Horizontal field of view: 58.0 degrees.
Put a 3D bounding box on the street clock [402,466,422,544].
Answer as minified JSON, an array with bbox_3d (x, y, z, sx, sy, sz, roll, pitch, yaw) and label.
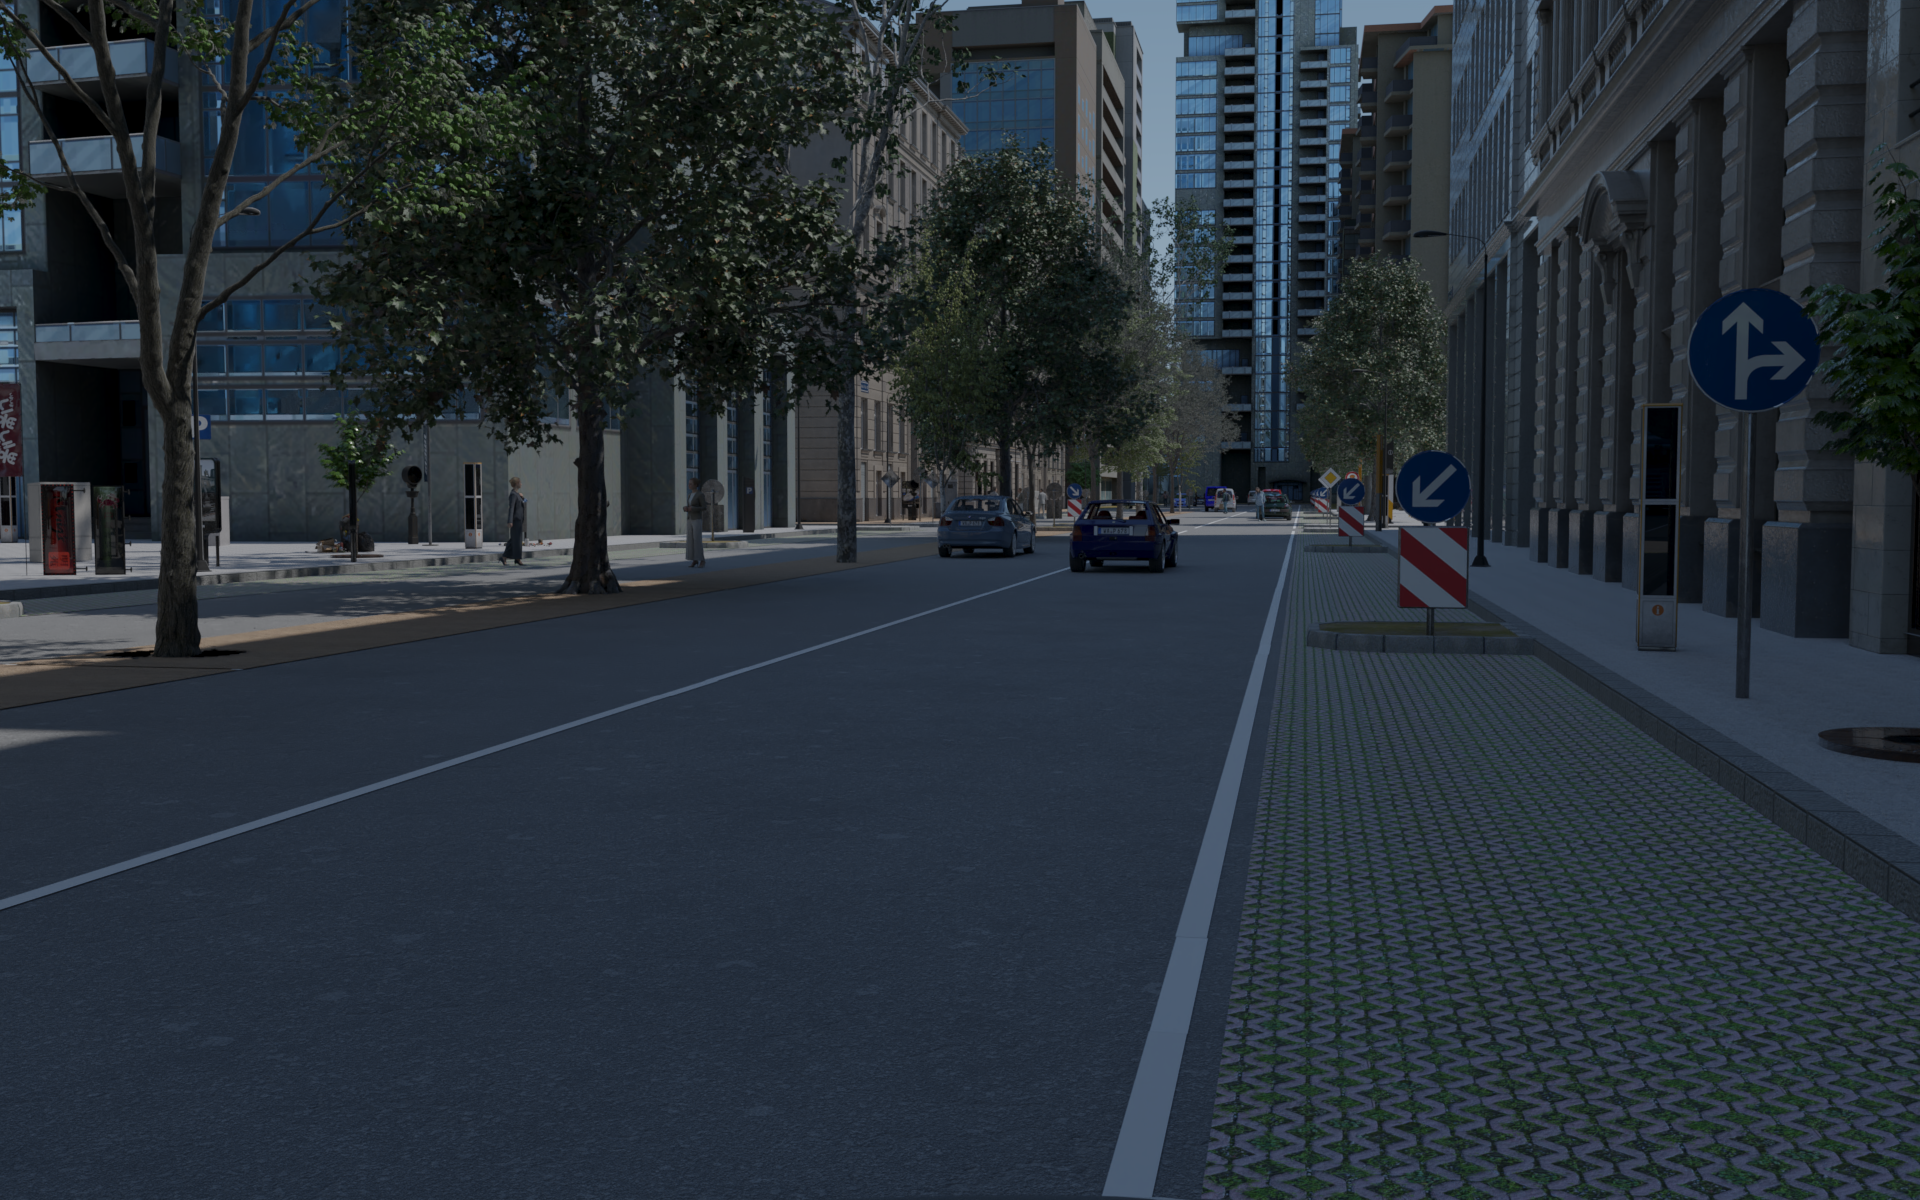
[{"bbox_3d":[-13.955,-2.421,44.147,0.358,2.002,0.471,3,4,36],"label":"street clock"}]

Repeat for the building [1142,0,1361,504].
[{"bbox_3d":[41.932,-56.725,240.121,31.000,86.520,22.319,1,4,11],"label":"building"}]

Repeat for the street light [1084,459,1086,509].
[{"bbox_3d":[11.010,-10.527,144.652,1.470,5.913,1.316,1,4,11],"label":"street light"}]

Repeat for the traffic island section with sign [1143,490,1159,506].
[{"bbox_3d":[18.866,-10.229,175.876,1.989,1.847,2.006,1,4,11],"label":"traffic island section with sign"}]

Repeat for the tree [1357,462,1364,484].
[{"bbox_3d":[29.757,-10.856,127.859,4.360,8.622,3.978,0,3,0],"label":"tree"}]

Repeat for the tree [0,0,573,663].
[{"bbox_3d":[-6.811,-5.294,14.763,9.928,11.665,9.643,0,3,0],"label":"tree"}]

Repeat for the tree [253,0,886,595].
[{"bbox_3d":[-5.294,-6.439,24.748,9.611,12.733,9.660,0,3,0],"label":"tree"}]

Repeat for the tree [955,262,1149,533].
[{"bbox_3d":[2.736,-7.699,62.745,8.767,10.594,7.601,1,4,11],"label":"tree"}]

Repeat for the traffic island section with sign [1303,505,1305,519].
[{"bbox_3d":[9.543,-2.093,42.846,1.989,1.847,2.006,1,4,11],"label":"traffic island section with sign"}]

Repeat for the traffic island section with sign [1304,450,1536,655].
[{"bbox_3d":[4.308,-0.475,16.402,1.989,1.847,2.006,1,4,11],"label":"traffic island section with sign"}]

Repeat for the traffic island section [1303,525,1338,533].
[{"bbox_3d":[13.905,-2.612,64.983,2.009,0.180,2.903,1,4,11],"label":"traffic island section"}]

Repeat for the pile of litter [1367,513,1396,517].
[{"bbox_3d":[24.010,-5.175,98.568,1.719,0.858,1.176,0,4,3],"label":"pile of litter"}]

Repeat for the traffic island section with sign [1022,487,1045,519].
[{"bbox_3d":[3.894,-5.600,100.181,1.989,1.847,2.006,1,4,11],"label":"traffic island section with sign"}]

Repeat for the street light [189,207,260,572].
[{"bbox_3d":[-12.026,-3.412,28.328,1.470,5.913,1.316,1,4,11],"label":"street light"}]

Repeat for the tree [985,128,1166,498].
[{"bbox_3d":[1.438,-8.233,54.078,9.611,12.733,9.660,0,3,0],"label":"tree"}]

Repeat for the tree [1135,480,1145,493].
[{"bbox_3d":[21.331,-12.792,203.753,1.663,3.219,1.824,0,3,0],"label":"tree"}]

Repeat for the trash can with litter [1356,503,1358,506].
[{"bbox_3d":[30.325,-7.426,132.474,1.678,1.210,2.233,-1,4,-13],"label":"trash can with litter"}]

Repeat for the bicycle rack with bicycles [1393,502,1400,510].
[{"bbox_3d":[35.050,-7.622,137.995,2.852,0.926,2.925,-3,5,-40],"label":"bicycle rack with bicycles"}]

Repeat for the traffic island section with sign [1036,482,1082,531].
[{"bbox_3d":[3.570,-3.616,67.265,2.006,1.907,1.989,1,4,11],"label":"traffic island section with sign"}]

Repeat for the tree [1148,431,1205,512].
[{"bbox_3d":[17.309,-11.191,135.793,4.737,8.622,4.395,0,3,0],"label":"tree"}]

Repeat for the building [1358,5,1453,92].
[{"bbox_3d":[47.860,-30.899,159.824,22.147,44.769,28.867,1,4,11],"label":"building"}]

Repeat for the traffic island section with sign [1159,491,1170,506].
[{"bbox_3d":[24.111,-11.847,202.318,1.989,1.847,2.006,1,4,11],"label":"traffic island section with sign"}]

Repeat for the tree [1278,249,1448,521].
[{"bbox_3d":[19.618,-10.040,81.157,9.611,12.733,9.660,0,3,0],"label":"tree"}]

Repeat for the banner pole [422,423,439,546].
[{"bbox_3d":[-13.252,-3.245,43.071,0.401,3.779,0.863,-2,4,-28],"label":"banner pole"}]

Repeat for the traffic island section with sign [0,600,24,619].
[{"bbox_3d":[-12.006,-0.687,19.855,1.989,1.847,2.006,1,4,11],"label":"traffic island section with sign"}]

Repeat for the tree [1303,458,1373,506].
[{"bbox_3d":[32.158,-13.820,144.083,7.486,12.596,7.792,0,3,0],"label":"tree"}]

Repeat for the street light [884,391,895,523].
[{"bbox_3d":[-2.665,-6.337,76.150,1.470,5.913,1.316,1,4,11],"label":"street light"}]

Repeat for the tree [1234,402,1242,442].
[{"bbox_3d":[12.956,-12.355,114.824,12.009,13.543,11.850,0,3,0],"label":"tree"}]

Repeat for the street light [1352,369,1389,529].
[{"bbox_3d":[15.264,-5.621,64.447,1.470,5.913,1.316,1,4,11],"label":"street light"}]

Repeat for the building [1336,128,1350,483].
[{"bbox_3d":[55.398,-33.529,202.824,22.147,44.769,28.867,1,4,11],"label":"building"}]

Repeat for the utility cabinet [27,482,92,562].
[{"bbox_3d":[-16.937,-1.462,32.586,0.318,1.500,1.173,1,4,19],"label":"utility cabinet"}]

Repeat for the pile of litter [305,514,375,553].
[{"bbox_3d":[-13.678,-1.484,38.227,1.719,0.858,1.176,-3,5,-44],"label":"pile of litter"}]

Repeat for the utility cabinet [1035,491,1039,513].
[{"bbox_3d":[5.002,-6.719,118.529,0.318,1.500,1.173,2,4,33],"label":"utility cabinet"}]

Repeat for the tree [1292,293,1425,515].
[{"bbox_3d":[25.324,-12.288,107.564,9.857,13.997,8.962,0,3,0],"label":"tree"}]

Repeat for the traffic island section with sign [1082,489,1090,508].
[{"bbox_3d":[9.271,-7.261,127.350,1.989,1.847,2.006,1,4,11],"label":"traffic island section with sign"}]

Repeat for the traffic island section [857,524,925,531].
[{"bbox_3d":[-2.763,-2.813,68.275,2.009,0.180,2.903,1,4,11],"label":"traffic island section"}]

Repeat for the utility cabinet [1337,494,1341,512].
[{"bbox_3d":[26.909,-6.992,123.005,0.318,1.500,1.173,1,4,12],"label":"utility cabinet"}]

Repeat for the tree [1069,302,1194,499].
[{"bbox_3d":[8.356,-10.423,91.008,7.486,12.596,7.792,0,3,0],"label":"tree"}]

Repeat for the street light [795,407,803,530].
[{"bbox_3d":[-5.297,-5.500,62.460,1.470,5.913,1.316,1,4,11],"label":"street light"}]

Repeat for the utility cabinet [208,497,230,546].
[{"bbox_3d":[-18.431,-1.949,43.031,0.306,1.237,1.020,-1,4,-10],"label":"utility cabinet"}]

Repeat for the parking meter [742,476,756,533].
[{"bbox_3d":[-7.006,-3.168,57.505,0.399,1.863,0.255,-1,4,-19],"label":"parking meter"}]

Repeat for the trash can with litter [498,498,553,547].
[{"bbox_3d":[-10.692,-1.968,43.233,1.678,1.210,2.233,1,4,11],"label":"trash can with litter"}]

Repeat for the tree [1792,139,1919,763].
[{"bbox_3d":[5.000,-0.852,8.530,1.663,3.219,1.824,0,3,0],"label":"tree"}]

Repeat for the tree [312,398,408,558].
[{"bbox_3d":[-12.320,-2.475,35.071,1.663,3.219,1.824,0,3,0],"label":"tree"}]

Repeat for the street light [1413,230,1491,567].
[{"bbox_3d":[8.672,-3.549,30.559,1.470,5.913,1.316,1,4,11],"label":"street light"}]

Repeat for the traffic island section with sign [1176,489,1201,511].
[{"bbox_3d":[19.599,-8.569,148.246,2.006,1.907,1.989,1,4,11],"label":"traffic island section with sign"}]

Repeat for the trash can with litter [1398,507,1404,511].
[{"bbox_3d":[33.962,-7.394,132.282,1.055,1.170,0.624,3,4,38],"label":"trash can with litter"}]

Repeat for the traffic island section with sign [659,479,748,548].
[{"bbox_3d":[-6.760,-2.307,46.344,1.989,1.847,2.006,1,4,11],"label":"traffic island section with sign"}]

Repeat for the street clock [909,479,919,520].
[{"bbox_3d":[-2.235,-4.873,84.242,0.471,2.002,0.358,-1,4,-20],"label":"street clock"}]

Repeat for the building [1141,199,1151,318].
[{"bbox_3d":[19.018,-34.143,241.831,14.086,41.232,14.154,1,4,11],"label":"building"}]

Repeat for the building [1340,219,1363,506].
[{"bbox_3d":[47.252,-25.110,182.242,14.160,30.474,14.107,1,4,11],"label":"building"}]

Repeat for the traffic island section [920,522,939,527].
[{"bbox_3d":[-1.213,-3.292,76.108,2.009,0.180,2.903,1,4,11],"label":"traffic island section"}]

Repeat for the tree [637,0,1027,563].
[{"bbox_3d":[-3.386,-10.899,36.547,12.611,20.169,13.585,0,3,0],"label":"tree"}]

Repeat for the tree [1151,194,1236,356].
[{"bbox_3d":[9.503,-14.918,102.256,12.611,20.169,13.585,0,3,0],"label":"tree"}]

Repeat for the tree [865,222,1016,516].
[{"bbox_3d":[-0.444,-5.653,45.246,4.737,8.622,4.395,0,3,0],"label":"tree"}]

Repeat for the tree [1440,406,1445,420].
[{"bbox_3d":[32.004,-10.163,116.526,4.360,8.622,3.978,0,3,0],"label":"tree"}]

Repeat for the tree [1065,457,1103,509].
[{"bbox_3d":[10.588,-10.049,148.015,4.285,4.588,4.351,0,3,0],"label":"tree"}]

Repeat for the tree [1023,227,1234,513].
[{"bbox_3d":[6.140,-10.190,79.438,12.009,13.543,11.850,0,3,0],"label":"tree"}]

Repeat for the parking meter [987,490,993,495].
[{"bbox_3d":[1.764,-5.580,99.651,0.372,1.533,0.369,0,3,0],"label":"parking meter"}]
